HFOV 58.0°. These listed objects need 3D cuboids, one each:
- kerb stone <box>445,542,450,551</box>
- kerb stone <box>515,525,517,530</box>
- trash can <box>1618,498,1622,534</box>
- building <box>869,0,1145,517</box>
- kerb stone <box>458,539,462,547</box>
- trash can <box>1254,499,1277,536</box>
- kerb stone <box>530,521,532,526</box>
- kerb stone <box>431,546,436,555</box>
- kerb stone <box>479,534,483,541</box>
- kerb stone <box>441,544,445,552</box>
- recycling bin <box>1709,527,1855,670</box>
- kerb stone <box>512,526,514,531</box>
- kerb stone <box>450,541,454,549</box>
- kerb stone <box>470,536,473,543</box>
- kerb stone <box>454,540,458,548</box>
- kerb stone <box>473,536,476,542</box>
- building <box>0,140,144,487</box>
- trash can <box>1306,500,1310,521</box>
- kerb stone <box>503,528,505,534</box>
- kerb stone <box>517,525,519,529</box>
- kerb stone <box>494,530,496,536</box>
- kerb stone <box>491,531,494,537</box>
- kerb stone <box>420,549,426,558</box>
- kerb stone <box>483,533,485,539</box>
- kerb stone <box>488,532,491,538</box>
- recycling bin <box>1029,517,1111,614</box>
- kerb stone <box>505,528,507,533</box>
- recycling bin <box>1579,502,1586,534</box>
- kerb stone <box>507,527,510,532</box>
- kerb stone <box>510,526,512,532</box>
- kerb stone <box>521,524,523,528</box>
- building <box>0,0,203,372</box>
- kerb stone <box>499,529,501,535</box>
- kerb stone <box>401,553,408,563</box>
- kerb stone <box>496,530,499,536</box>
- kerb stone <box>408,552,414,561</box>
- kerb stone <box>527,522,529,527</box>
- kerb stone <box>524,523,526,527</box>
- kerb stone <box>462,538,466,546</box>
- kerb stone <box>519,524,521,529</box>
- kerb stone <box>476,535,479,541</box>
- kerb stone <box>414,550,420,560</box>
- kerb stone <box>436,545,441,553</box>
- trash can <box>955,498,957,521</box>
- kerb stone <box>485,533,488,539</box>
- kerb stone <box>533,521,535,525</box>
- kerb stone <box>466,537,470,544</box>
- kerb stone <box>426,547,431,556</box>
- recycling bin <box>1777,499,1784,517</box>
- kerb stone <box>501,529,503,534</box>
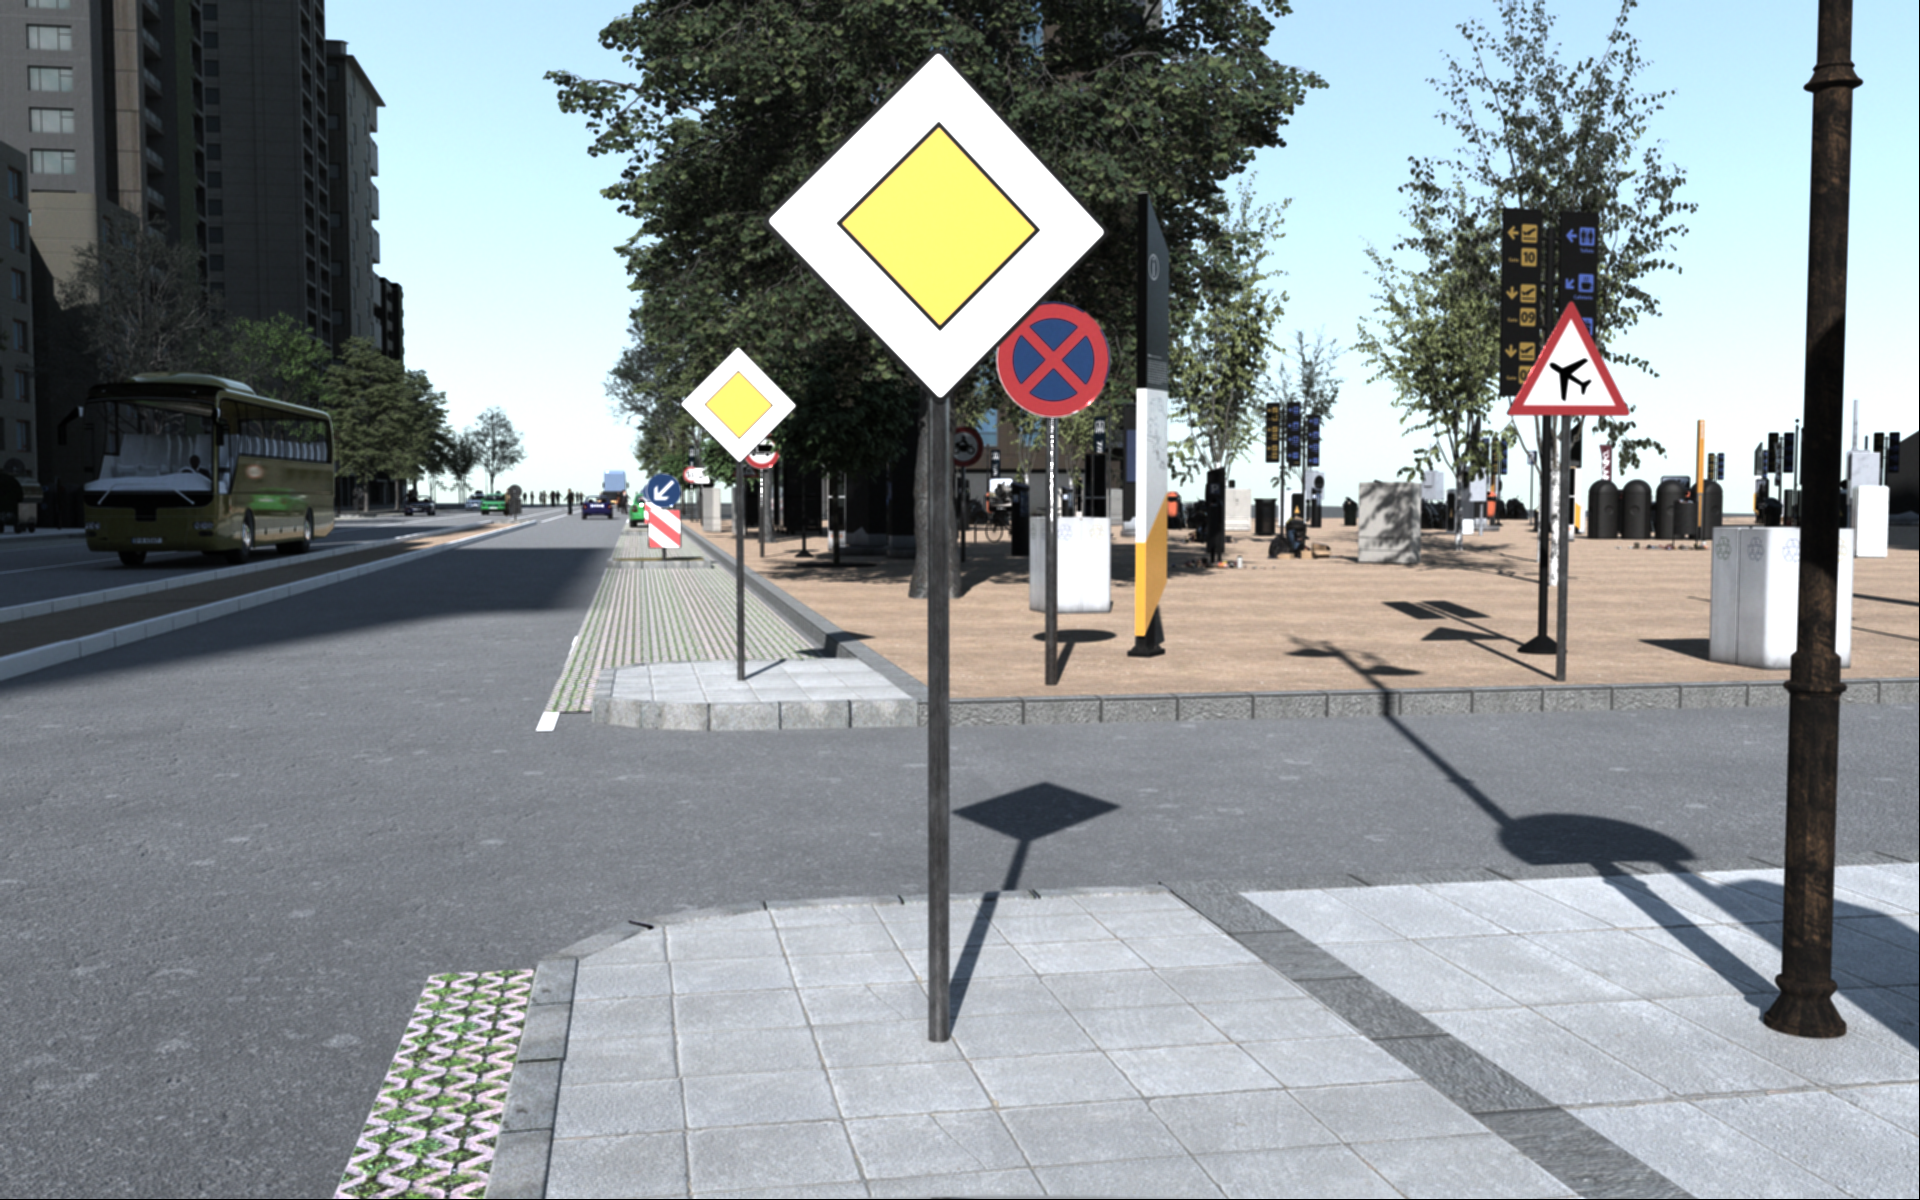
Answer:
[{"bbox_3d":[-13.115,-1.329,43.931,0.120,0.150,1.000,-1,4,-10],"label":"kerb stone"},{"bbox_3d":[-17.604,-2.807,68.097,0.120,0.150,1.000,-1,4,-10],"label":"kerb stone"},{"bbox_3d":[21.486,-2.696,55.739,0.748,1.137,0.748,0,3,0],"label":"trash can"},{"bbox_3d":[2.277,-27.794,104.540,14.600,45.320,14.200,-1,4,-10],"label":"building"},{"bbox_3d":[-13.681,-1.514,46.950,0.120,0.150,1.000,-1,4,-10],"label":"kerb stone"},{"bbox_3d":[9.403,-2.550,53.348,0.748,1.137,0.748,0,3,0],"label":"trash can"},{"bbox_3d":[-19.283,-3.362,77.173,0.120,0.150,1.000,-1,4,-10],"label":"kerb stone"},{"bbox_3d":[-12.552,-1.141,40.900,0.120,0.150,1.000,-1,4,-10],"label":"kerb stone"},{"bbox_3d":[-14.795,-1.884,52.994,0.120,0.150,1.000,-1,4,-10],"label":"kerb stone"},{"bbox_3d":[-12.937,-1.268,42.922,0.120,0.150,1.000,-1,4,-10],"label":"kerb stone"},{"bbox_3d":[6.156,-0.027,12.997,0.722,1.027,0.722,-1,4,-12],"label":"recycling bin"},{"bbox_3d":[-17.228,-2.681,66.081,0.120,0.150,1.000,-1,4,-10],"label":"kerb stone"},{"bbox_3d":[-13.306,-1.391,44.940,0.120,0.150,1.000,-1,4,-10],"label":"kerb stone"},{"bbox_3d":[-14.237,-1.699,49.971,0.120,0.150,1.000,-1,4,-10],"label":"kerb stone"},{"bbox_3d":[-13.493,-1.453,45.946,0.120,0.150,1.000,-1,4,-10],"label":"kerb stone"},{"bbox_3d":[-14.428,-1.760,50.983,0.120,0.150,1.000,-1,4,-10],"label":"kerb stone"},{"bbox_3d":[-62.157,-15.098,91.900,27.650,21.520,28.899,-1,4,-10],"label":"building"},{"bbox_3d":[16.129,-4.262,81.330,0.748,1.137,0.748,0,3,0],"label":"trash can"},{"bbox_3d":[-16.478,-2.438,62.051,0.120,0.150,1.000,-1,4,-10],"label":"kerb stone"},{"bbox_3d":[-17.790,-2.869,69.107,0.120,0.150,1.000,-1,4,-10],"label":"kerb stone"},{"bbox_3d":[-15.726,-2.192,58.031,0.120,0.150,1.000,-1,4,-10],"label":"kerb stone"},{"bbox_3d":[-15.543,-2.130,57.020,0.120,0.150,1.000,-1,4,-10],"label":"kerb stone"},{"bbox_3d":[-12.179,-1.021,38.885,0.120,0.150,1.000,-1,4,-10],"label":"kerb stone"},{"bbox_3d":[-14.988,-1.946,54.004,0.120,0.150,1.000,-1,4,-10],"label":"kerb stone"},{"bbox_3d":[-15.363,-2.068,56.014,0.120,0.150,1.000,-1,4,-10],"label":"kerb stone"},{"bbox_3d":[1.199,-0.390,18.923,0.722,1.027,0.722,-1,4,-16],"label":"recycling bin"},{"bbox_3d":[-16.673,-2.499,63.059,0.120,0.150,1.000,-1,4,-10],"label":"kerb stone"},{"bbox_3d":[19.860,-2.668,56.169,0.722,1.027,0.722,1,4,13],"label":"recycling bin"},{"bbox_3d":[-16.854,-2.561,64.065,0.120,0.150,1.000,-1,4,-10],"label":"kerb stone"},{"bbox_3d":[-17.041,-2.617,65.077,0.120,0.150,1.000,-1,4,-10],"label":"kerb stone"},{"bbox_3d":[-18.161,-2.992,71.121,0.120,0.150,1.000,-1,4,-10],"label":"kerb stone"},{"bbox_3d":[-59.157,-26.308,113.727,14.154,41.232,14.086,-1,4,-10],"label":"building"},{"bbox_3d":[-16.111,-2.315,60.038,0.120,0.150,1.000,-1,4,-10],"label":"kerb stone"},{"bbox_3d":[-11.621,-0.836,35.867,0.120,0.150,1.000,-1,4,-10],"label":"kerb stone"},{"bbox_3d":[-15.915,-2.253,59.035,0.120,0.150,1.000,-1,4,-10],"label":"kerb stone"},{"bbox_3d":[-11.804,-0.898,36.875,0.120,0.150,1.000,-1,4,-10],"label":"kerb stone"},{"bbox_3d":[-18.912,-3.239,75.154,0.120,0.150,1.000,-1,4,-10],"label":"kerb stone"},{"bbox_3d":[-18.542,-3.115,73.142,0.120,0.150,1.000,-1,4,-10],"label":"kerb stone"},{"bbox_3d":[-13.864,-1.572,47.956,0.120,0.150,1.000,-1,4,-10],"label":"kerb stone"},{"bbox_3d":[-17.980,-2.929,70.115,0.120,0.150,1.000,-1,4,-10],"label":"kerb stone"},{"bbox_3d":[-14.609,-1.822,51.989,0.120,0.150,1.000,-1,4,-10],"label":"kerb stone"},{"bbox_3d":[-11.997,-0.959,37.879,0.120,0.150,1.000,-1,4,-10],"label":"kerb stone"},{"bbox_3d":[-12.740,-1.201,41.916,0.120,0.150,1.000,-1,4,-10],"label":"kerb stone"},{"bbox_3d":[-0.315,-3.440,67.893,0.748,1.137,0.748,0,3,0],"label":"trash can"},{"bbox_3d":[-15.174,-2.007,55.009,0.120,0.150,1.000,-1,4,-10],"label":"kerb stone"},{"bbox_3d":[-19.660,-3.486,79.185,0.120,0.150,1.000,-1,4,-10],"label":"kerb stone"},{"bbox_3d":[-14.048,-1.635,48.961,0.120,0.150,1.000,-1,4,-10],"label":"kerb stone"},{"bbox_3d":[-12.362,-1.082,39.891,0.120,0.150,1.000,-1,4,-10],"label":"kerb stone"},{"bbox_3d":[40.313,-4.447,85.267,0.722,1.027,0.722,3,4,37],"label":"recycling bin"},{"bbox_3d":[-16.305,-2.376,61.042,0.120,0.150,1.000,-1,4,-10],"label":"kerb stone"}]
